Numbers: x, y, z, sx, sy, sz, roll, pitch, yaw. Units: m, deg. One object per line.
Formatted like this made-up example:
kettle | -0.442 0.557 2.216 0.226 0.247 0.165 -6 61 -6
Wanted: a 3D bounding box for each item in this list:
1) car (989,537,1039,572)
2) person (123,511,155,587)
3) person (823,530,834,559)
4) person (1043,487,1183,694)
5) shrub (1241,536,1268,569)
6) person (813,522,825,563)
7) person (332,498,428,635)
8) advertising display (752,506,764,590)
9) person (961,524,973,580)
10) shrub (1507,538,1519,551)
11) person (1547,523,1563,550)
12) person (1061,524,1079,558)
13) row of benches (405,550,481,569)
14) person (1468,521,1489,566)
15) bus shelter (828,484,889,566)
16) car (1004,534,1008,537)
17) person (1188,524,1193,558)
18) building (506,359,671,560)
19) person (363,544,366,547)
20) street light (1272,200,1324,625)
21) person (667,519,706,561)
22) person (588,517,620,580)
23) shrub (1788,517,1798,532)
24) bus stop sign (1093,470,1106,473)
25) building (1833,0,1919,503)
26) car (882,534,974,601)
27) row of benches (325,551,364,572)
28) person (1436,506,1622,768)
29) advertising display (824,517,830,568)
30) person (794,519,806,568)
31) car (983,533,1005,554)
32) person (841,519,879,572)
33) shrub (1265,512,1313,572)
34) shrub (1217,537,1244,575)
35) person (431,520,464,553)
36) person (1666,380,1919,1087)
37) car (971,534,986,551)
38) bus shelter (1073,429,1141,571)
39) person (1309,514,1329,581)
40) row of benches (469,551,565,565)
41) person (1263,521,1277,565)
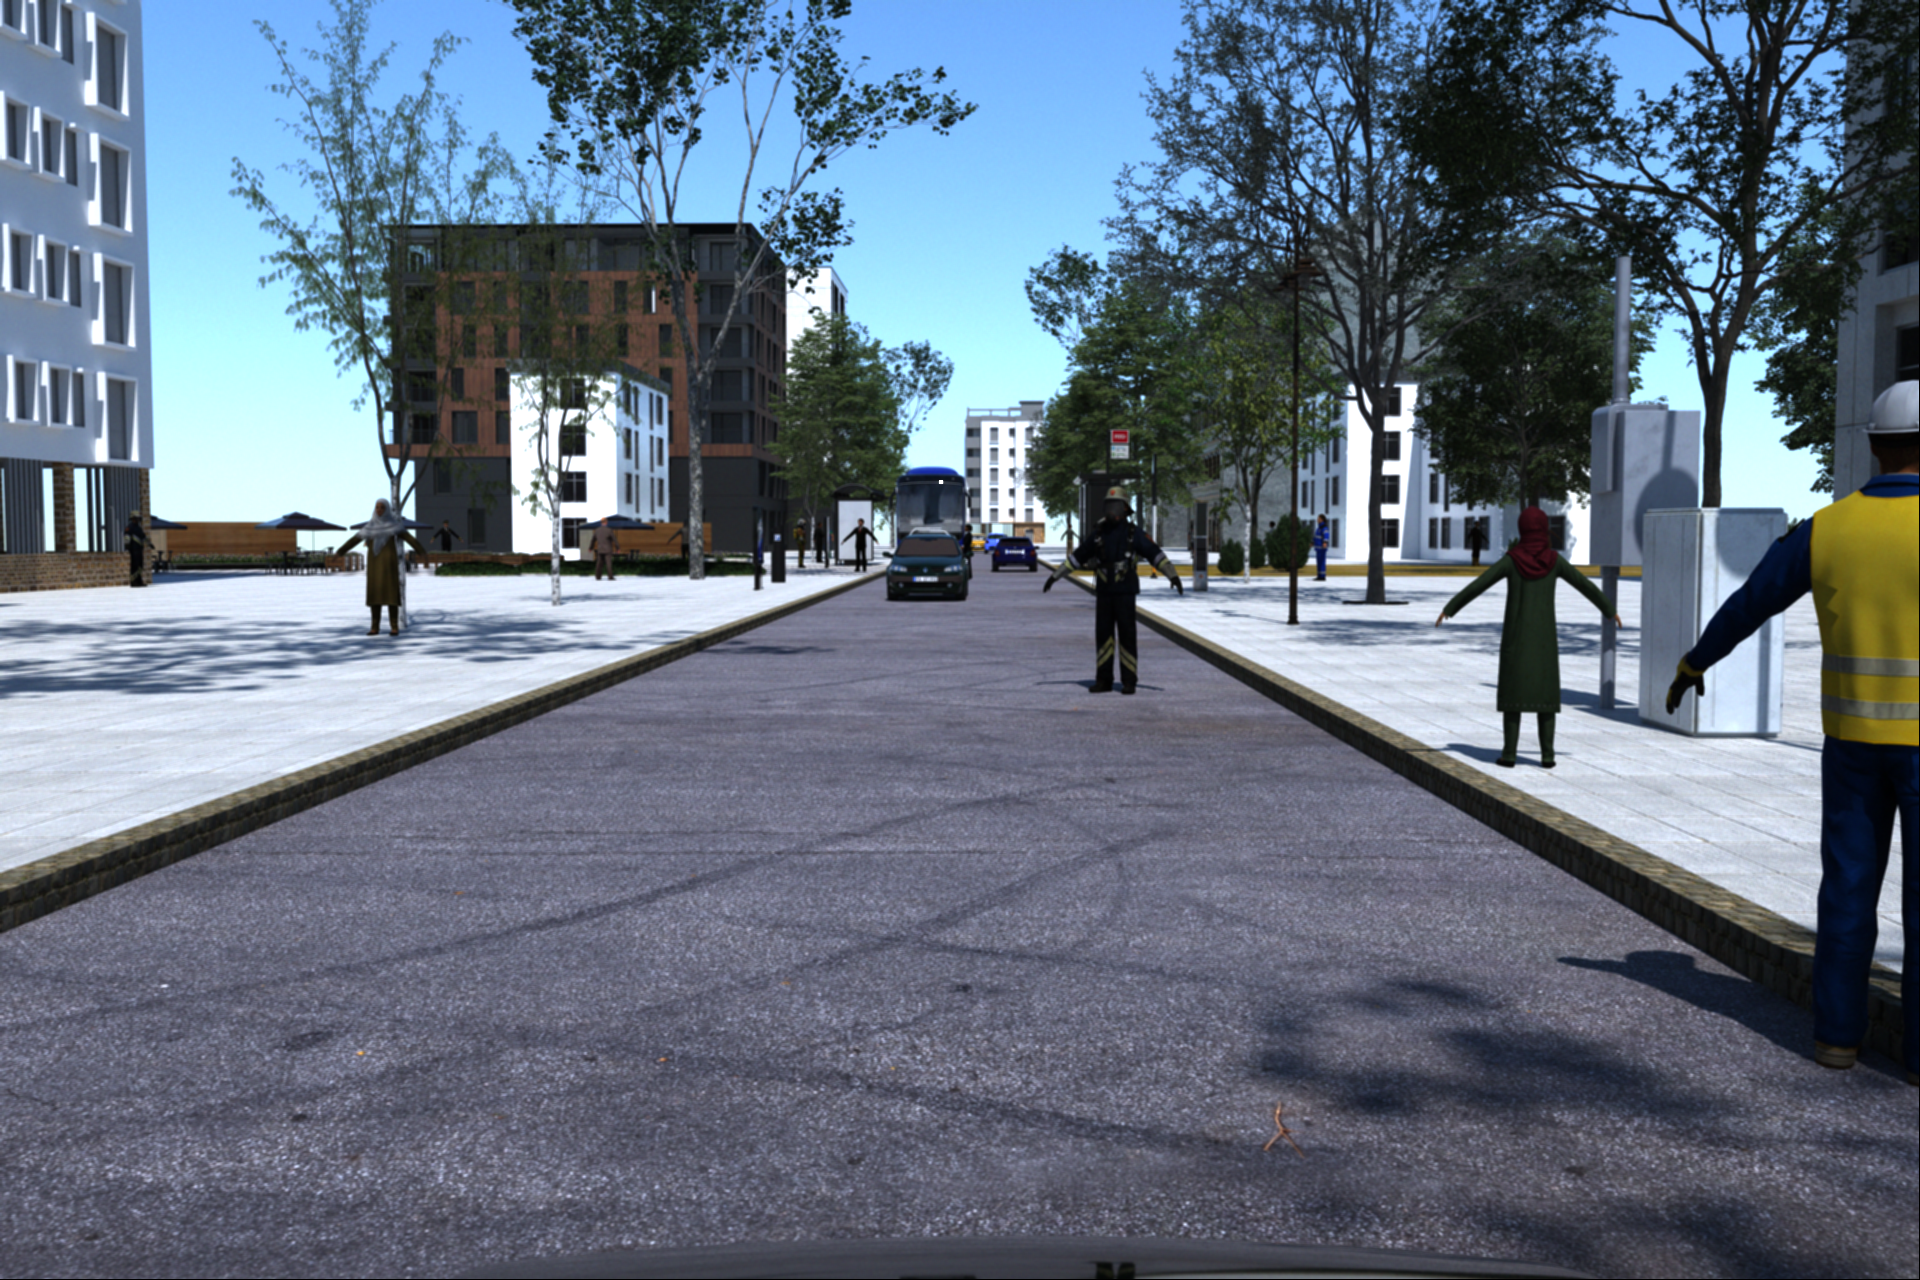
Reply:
car | 2.090 -3.309 66.684 1.945 1.354 3.894 0 4 1
person | -19.885 -2.202 41.864 0.704 1.845 1.351 0 4 0
person | -6.755 -5.017 88.154 0.704 1.817 1.347 -3 4 -36
person | 1.398 -0.450 15.600 1.354 1.856 0.705 2 4 29
shrub | 10.857 -3.217 63.719 1.383 1.207 1.383 0 3 0
person | -6.215 -4.326 76.958 0.704 1.802 1.346 -2 4 -34
person | -7.307 -0.922 21.857 1.217 1.736 0.721 0 4 1
advertising display | -4.647 -2.120 39.876 0.123 1.923 0.974 0 4 1
person | 0.168 -2.731 53.833 0.721 1.740 1.216 1 4 11
shrub | 21.266 -3.366 66.155 1.383 1.207 1.383 0 3 0
person | 23.193 -3.771 68.459 1.217 1.733 0.721 1 4 22
person | 5.696 -5.086 89.423 1.348 1.796 0.705 3 5 43
row of benches | -19.626 -3.063 65.540 1.422 0.672 4.104 2 4 26
person | 20.556 -3.836 68.851 1.346 1.812 0.704 -3 4 -38
bus shelter | -4.166 -4.789 72.227 2.014 3.302 5.546 0 4 2
car | 3.637 -9.005 157.025 2.009 1.686 4.222 0 4 0
person | 12.311 -5.196 91.097 0.704 1.843 1.345 -1 4 -23
building | -20.720 -9.477 97.101 9.099 9.664 28.070 0 4 1
person | -16.472 -2.573 48.857 0.721 1.737 1.214 1 4 10
street light | 4.736 -3.160 24.451 0.468 5.910 1.993 0 4 1
person | -9.510 -3.310 60.241 1.348 1.813 0.705 -1 4 -11
person | -9.914 -2.553 48.335 0.990 1.755 0.434 1 4 22
shrub | 30.195 -3.648 63.689 1.661 2.075 1.752 0 3 0
bus stop sign | 5.763 -5.029 71.246 0.837 3.901 0.837 0 4 1
building | 28.031 -9.587 23.209 16.747 18.905 31.486 0 4 1
car | -0.688 -1.761 38.578 2.009 1.686 4.222 0 4 1
row of benches | -21.243 -2.718 59.896 1.422 0.672 4.104 -1 4 -10
person | 3.142 -0.022 9.572 0.989 1.438 0.599 1 4 10
advertising display | -4.985 -3.653 64.944 0.123 1.923 0.974 0 4 2
person | -5.979 -3.659 65.601 0.705 1.858 1.354 0 4 -2
car | 2.624 -7.141 126.354 1.945 1.707 3.694 0 4 0
person | -3.375 -3.218 58.805 1.347 1.806 0.705 1 4 16
shrub | 11.102 -3.332 58.512 1.661 2.075 1.752 0 3 0
shrub | 8.483 -2.632 54.145 1.383 1.207 1.383 0 3 0
person | -20.707 -3.910 69.858 1.347 1.837 0.705 -2 4 -34
person | 2.505 0.234 4.599 0.705 1.833 1.349 -3 5 -43
car | 1.380 -7.618 134.774 2.015 1.641 3.980 0 4 1
bus shelter | 5.315 -5.273 63.847 2.179 5.291 8.768 0 4 2
person | 9.897 -2.545 47.583 0.704 1.831 1.345 0 4 -5
row of benches | -15.656 -2.808 61.370 4.104 0.672 1.422 2 4 29
person | 12.918 -4.016 71.845 0.705 1.806 1.347 2 4 33
